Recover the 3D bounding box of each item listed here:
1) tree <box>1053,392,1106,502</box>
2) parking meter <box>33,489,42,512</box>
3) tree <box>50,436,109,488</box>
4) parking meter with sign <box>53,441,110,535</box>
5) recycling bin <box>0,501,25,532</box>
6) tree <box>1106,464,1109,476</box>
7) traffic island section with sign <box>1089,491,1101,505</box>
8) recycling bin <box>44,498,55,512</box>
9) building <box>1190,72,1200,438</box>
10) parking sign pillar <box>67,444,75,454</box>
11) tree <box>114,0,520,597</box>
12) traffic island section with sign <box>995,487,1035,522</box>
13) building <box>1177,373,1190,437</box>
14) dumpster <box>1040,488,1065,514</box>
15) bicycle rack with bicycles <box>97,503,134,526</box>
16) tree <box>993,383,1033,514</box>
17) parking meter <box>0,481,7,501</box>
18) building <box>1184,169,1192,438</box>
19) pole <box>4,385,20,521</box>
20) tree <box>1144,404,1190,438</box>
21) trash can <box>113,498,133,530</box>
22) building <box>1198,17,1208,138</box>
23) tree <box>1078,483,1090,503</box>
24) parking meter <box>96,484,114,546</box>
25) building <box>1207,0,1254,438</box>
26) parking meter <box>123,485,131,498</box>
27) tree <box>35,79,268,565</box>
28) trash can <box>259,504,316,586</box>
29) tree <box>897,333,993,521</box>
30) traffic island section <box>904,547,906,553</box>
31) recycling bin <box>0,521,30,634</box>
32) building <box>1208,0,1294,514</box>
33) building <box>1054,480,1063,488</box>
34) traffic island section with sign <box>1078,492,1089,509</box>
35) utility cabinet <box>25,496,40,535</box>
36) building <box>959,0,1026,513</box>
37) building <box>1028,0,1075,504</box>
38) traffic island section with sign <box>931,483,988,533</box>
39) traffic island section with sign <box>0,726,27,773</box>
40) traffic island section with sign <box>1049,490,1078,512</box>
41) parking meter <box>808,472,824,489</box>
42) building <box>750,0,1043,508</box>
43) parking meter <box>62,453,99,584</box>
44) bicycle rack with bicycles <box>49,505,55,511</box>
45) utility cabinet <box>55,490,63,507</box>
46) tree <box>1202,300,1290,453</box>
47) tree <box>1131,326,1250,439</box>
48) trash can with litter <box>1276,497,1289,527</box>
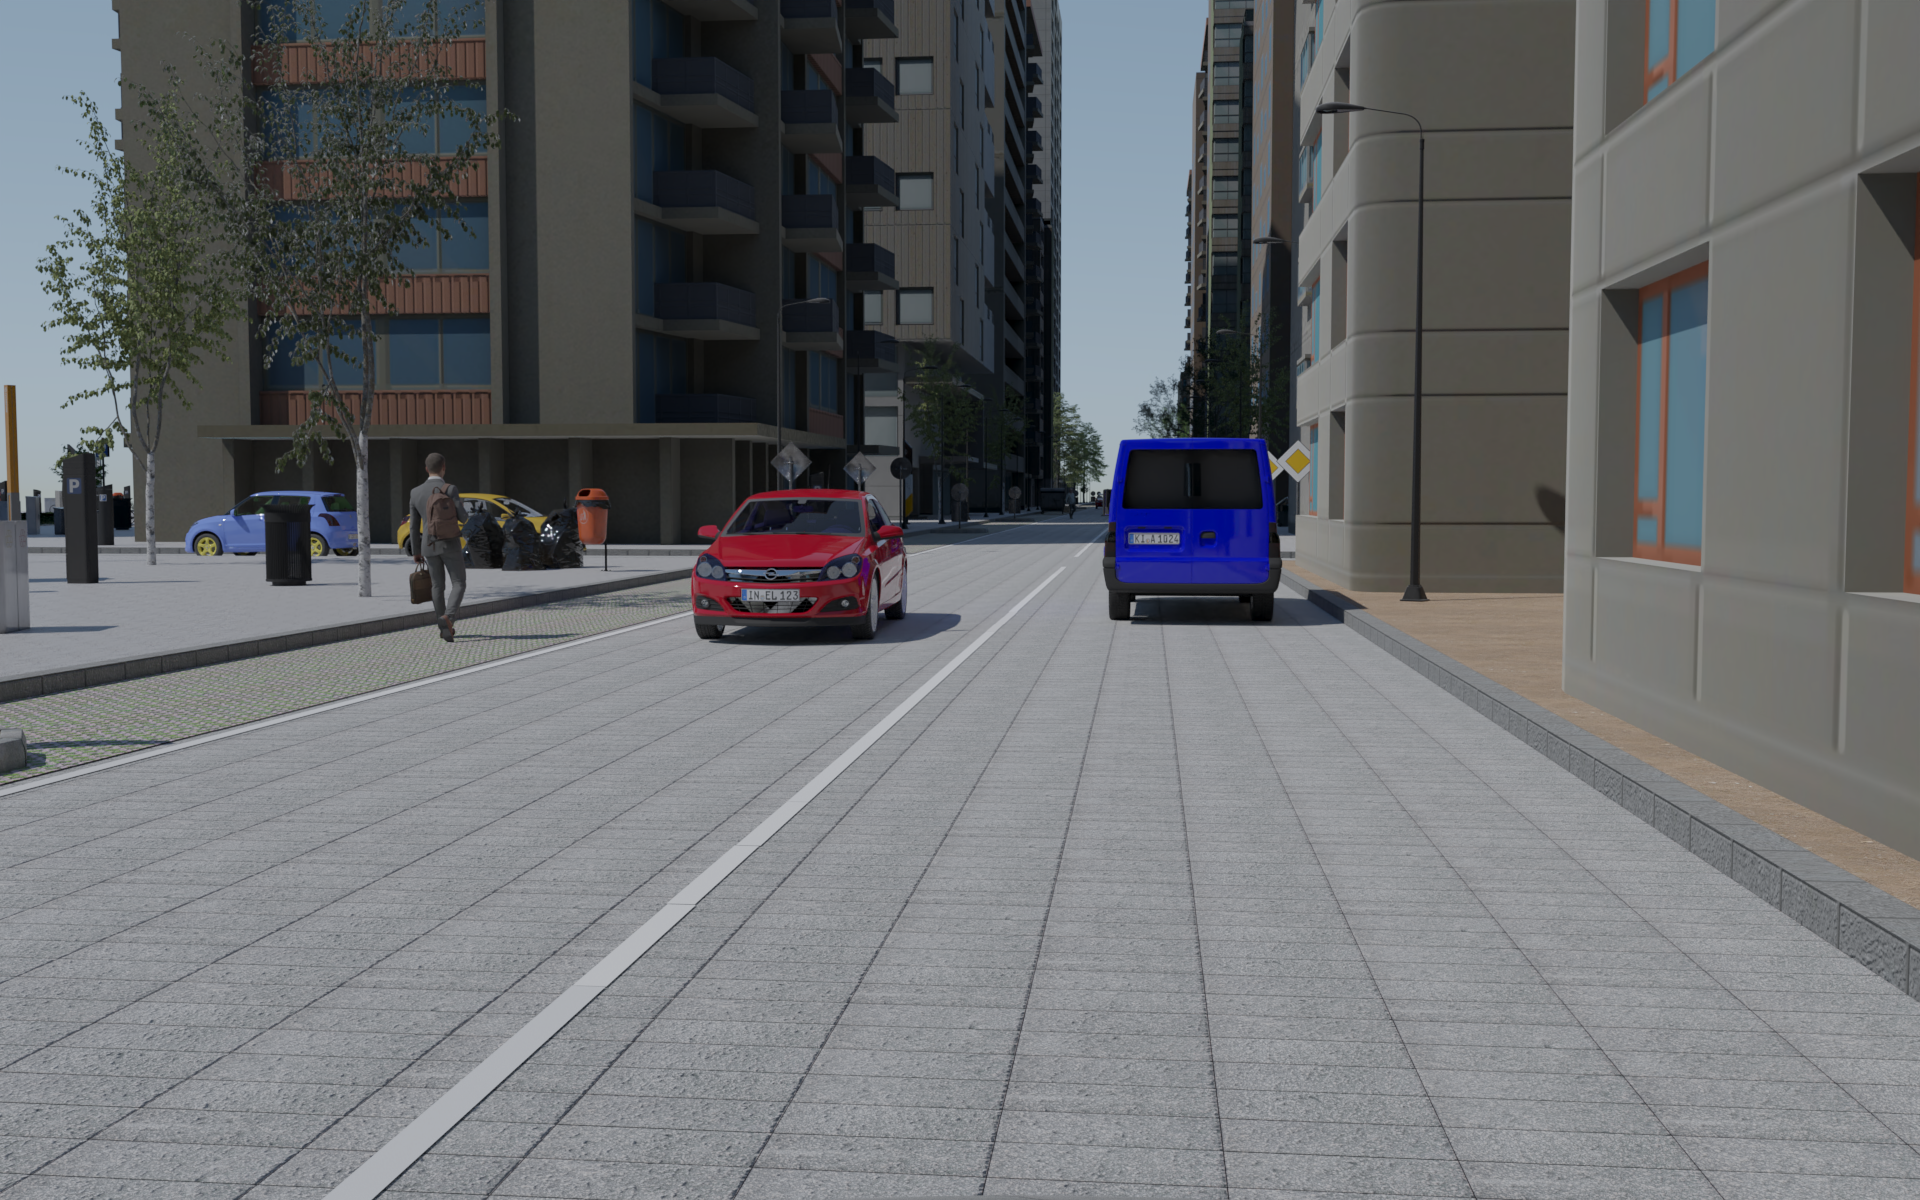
[{"bbox_3d":[10.525,-16.798,192.766,7.486,12.596,7.792,0,3,0],"label":"tree"},{"bbox_3d":[-48.261,-5.027,90.607,0.372,1.533,0.369,0,3,0],"label":"parking meter"},{"bbox_3d":[-29.345,-3.883,58.095,1.663,3.219,1.824,0,3,0],"label":"tree"},{"bbox_3d":[-28.052,-3.610,55.283,0.543,3.016,1.738,2,4,25],"label":"parking meter with sign"},{"bbox_3d":[-34.565,-3.072,62.777,0.722,1.027,0.722,0,4,0],"label":"recycling bin"},{"bbox_3d":[19.700,-21.647,272.049,7.486,12.596,7.792,0,3,0],"label":"tree"},{"bbox_3d":[17.163,-13.069,222.300,1.989,1.847,2.006,0,4,6],"label":"traffic island section with sign"},{"bbox_3d":[-61.186,-6.358,116.510,0.722,1.027,0.722,-2,4,-26],"label":"recycling bin"},{"bbox_3d":[31.186,-32.434,180.399,14.600,45.320,14.200,0,4,6],"label":"building"},{"bbox_3d":[-47.541,-6.398,93.084,1.447,3.967,1.447,2,4,25],"label":"parking sign pillar"},{"bbox_3d":[-7.664,-4.340,21.317,4.360,8.622,3.978,0,3,0],"label":"tree"},{"bbox_3d":[2.905,-4.994,90.280,1.989,1.847,2.006,0,4,6],"label":"traffic island section with sign"},{"bbox_3d":[46.426,-25.227,257.502,27.650,21.520,28.899,0,4,6],"label":"building"},{"bbox_3d":[6.609,-7.043,123.367,1.865,1.857,1.264,0,4,5],"label":"dumpster"},{"bbox_3d":[-34.182,-3.485,70.367,2.925,0.926,2.852,-1,4,-17],"label":"bicycle rack with bicycles"},{"bbox_3d":[2.606,-9.932,112.756,4.737,8.622,4.395,0,3,0],"label":"tree"},{"bbox_3d":[-49.522,-5.152,89.949,0.399,1.863,0.255,-1,4,-14],"label":"parking meter"},{"bbox_3d":[40.822,-35.093,228.399,22.147,44.769,28.867,0,4,6],"label":"building"},{"bbox_3d":[-17.744,-2.361,32.442,0.158,3.312,0.155,0,3,0],"label":"pole"},{"bbox_3d":[24.907,-16.593,197.050,9.928,11.665,9.643,0,3,0],"label":"tree"},{"bbox_3d":[-30.001,-3.079,61.999,0.748,1.137,0.748,0,3,0],"label":"trash can"},{"bbox_3d":[33.027,-30.816,158.469,22.147,44.769,28.867,0,4,6],"label":"building"},{"bbox_3d":[18.913,-16.391,262.596,1.663,3.219,1.824,0,3,0],"label":"tree"},{"bbox_3d":[-21.358,-2.132,43.276,0.372,1.533,0.369,0,3,0],"label":"parking meter"},{"bbox_3d":[24.688,-26.859,122.737,14.154,41.232,14.086,0,4,6],"label":"building"},{"bbox_3d":[-56.369,-6.821,117.230,0.399,1.863,0.255,0,4,-2],"label":"parking meter"},{"bbox_3d":[-14.691,-4.949,31.271,4.737,8.622,4.395,0,3,0],"label":"tree"},{"bbox_3d":[-9.432,-0.775,24.319,0.748,1.137,0.748,0,3,0],"label":"trash can"},{"bbox_3d":[-0.871,-7.836,78.488,4.737,8.622,4.395,0,3,0],"label":"tree"},{"bbox_3d":[-2.401,-1.153,41.139,2.009,0.180,2.903,0,4,6],"label":"traffic island section"},{"bbox_3d":[-9.164,-0.218,16.113,0.722,1.027,0.722,-1,4,-10],"label":"recycling bin"},{"bbox_3d":[26.773,-29.810,137.507,14.600,45.320,14.200,0,4,6],"label":"building"},{"bbox_3d":[-3.671,-31.898,213.415,32.217,40.220,23.993,0,4,6],"label":"building"},{"bbox_3d":[11.200,-9.692,167.085,1.989,1.847,2.006,0,4,6],"label":"traffic island section with sign"},{"bbox_3d":[-29.582,-2.698,55.280,0.306,1.237,1.020,-1,4,-22],"label":"utility cabinet"},{"bbox_3d":[-6.523,-30.814,127.504,21.300,48.544,21.600,0,4,6],"label":"building"},{"bbox_3d":[6.659,-49.924,254.510,20.563,71.187,20.611,0,4,6],"label":"building"},{"bbox_3d":[0.013,-3.355,63.480,1.989,1.847,2.006,0,4,6],"label":"traffic island section with sign"},{"bbox_3d":[-5.911,-0.001,8.642,1.989,1.847,2.006,0,4,6],"label":"traffic island section with sign"},{"bbox_3d":[8.243,-8.016,139.697,1.989,1.847,2.006,0,4,6],"label":"traffic island section with sign"},{"bbox_3d":[-3.828,-2.463,45.975,0.399,1.863,0.255,-1,4,-18],"label":"parking meter"},{"bbox_3d":[-4.145,-30.516,153.562,22.147,44.769,28.867,0,4,6],"label":"building"},{"bbox_3d":[-12.620,-1.170,24.842,0.399,1.863,0.255,1,4,10],"label":"parking meter"},{"bbox_3d":[-55.135,-5.812,108.401,2.925,0.926,2.852,-1,4,-16],"label":"bicycle rack with bicycles"},{"bbox_3d":[-54.569,-5.914,105.375,0.318,1.500,1.173,0,4,1],"label":"utility cabinet"},{"bbox_3d":[11.155,-7.114,66.682,4.737,8.622,4.395,0,3,0],"label":"tree"},{"bbox_3d":[13.742,-9.946,97.021,8.767,10.594,7.601,0,4,7],"label":"tree"},{"bbox_3d":[12.395,-3.437,67.584,1.055,1.170,0.624,0,4,2],"label":"trash can with litter"}]
